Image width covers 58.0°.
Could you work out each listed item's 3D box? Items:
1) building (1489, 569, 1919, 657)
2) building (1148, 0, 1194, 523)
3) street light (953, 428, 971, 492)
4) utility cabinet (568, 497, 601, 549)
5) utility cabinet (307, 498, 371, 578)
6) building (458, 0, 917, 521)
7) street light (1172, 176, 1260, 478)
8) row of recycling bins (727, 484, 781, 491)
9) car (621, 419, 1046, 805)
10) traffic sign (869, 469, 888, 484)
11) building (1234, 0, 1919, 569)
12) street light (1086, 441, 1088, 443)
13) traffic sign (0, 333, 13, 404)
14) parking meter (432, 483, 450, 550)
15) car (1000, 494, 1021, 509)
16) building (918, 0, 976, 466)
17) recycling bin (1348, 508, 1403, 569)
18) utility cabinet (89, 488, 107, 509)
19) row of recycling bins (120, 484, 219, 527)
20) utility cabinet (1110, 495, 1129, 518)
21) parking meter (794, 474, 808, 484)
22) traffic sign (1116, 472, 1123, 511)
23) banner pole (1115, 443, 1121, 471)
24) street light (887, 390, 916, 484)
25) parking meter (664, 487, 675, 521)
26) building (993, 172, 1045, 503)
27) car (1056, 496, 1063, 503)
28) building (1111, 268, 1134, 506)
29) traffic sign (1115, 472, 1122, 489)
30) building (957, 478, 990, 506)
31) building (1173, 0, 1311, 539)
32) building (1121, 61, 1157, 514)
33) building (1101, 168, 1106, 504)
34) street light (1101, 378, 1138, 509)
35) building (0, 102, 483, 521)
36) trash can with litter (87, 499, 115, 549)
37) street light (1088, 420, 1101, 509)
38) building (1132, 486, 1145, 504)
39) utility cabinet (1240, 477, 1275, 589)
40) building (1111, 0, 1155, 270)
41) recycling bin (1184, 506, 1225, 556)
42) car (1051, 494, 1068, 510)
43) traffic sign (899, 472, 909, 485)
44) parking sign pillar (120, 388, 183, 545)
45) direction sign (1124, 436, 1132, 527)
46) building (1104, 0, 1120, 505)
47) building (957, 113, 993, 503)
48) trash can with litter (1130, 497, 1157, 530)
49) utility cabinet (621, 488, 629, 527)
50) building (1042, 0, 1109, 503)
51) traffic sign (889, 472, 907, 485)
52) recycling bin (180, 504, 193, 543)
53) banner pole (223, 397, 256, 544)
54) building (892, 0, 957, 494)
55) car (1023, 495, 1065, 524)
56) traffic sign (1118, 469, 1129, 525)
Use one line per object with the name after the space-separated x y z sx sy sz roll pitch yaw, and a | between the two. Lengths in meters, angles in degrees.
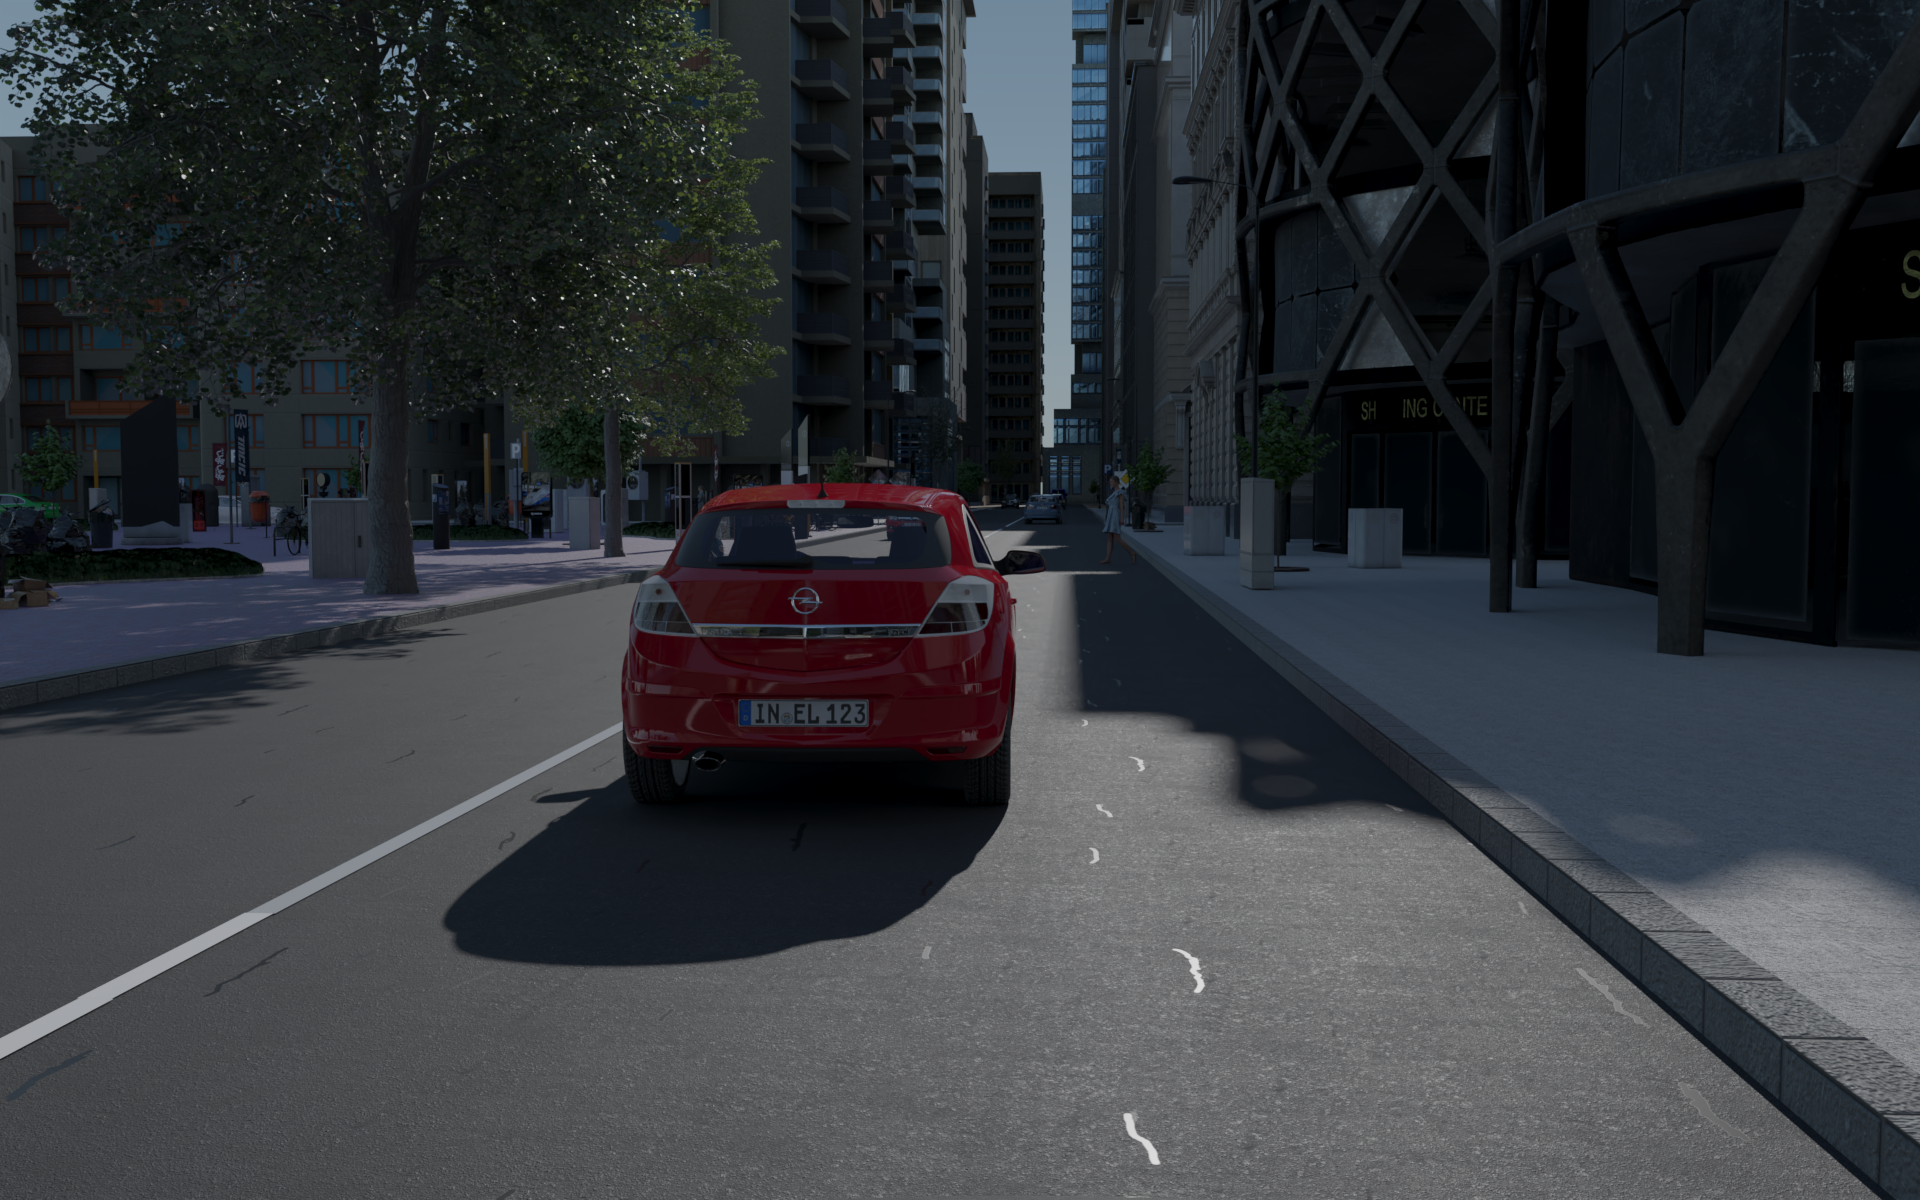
13.782 -9.136 16.820 16.820 18.784 16.811 0 4 4 | building
19.304 -18.152 82.682 20.117 28.700 13.634 0 4 4 | building
0.058 -9.100 121.326 1.470 5.913 1.316 0 4 4 | street light
-8.785 -1.798 40.552 0.306 1.237 1.020 -3 5 -40 | utility cabinet
-9.464 -0.947 26.646 1.020 1.237 0.306 -2 4 -32 | utility cabinet
-14.020 -26.789 92.620 22.147 44.769 28.867 0 4 4 | building
3.790 -3.233 25.400 1.470 5.913 1.316 0 4 4 | street light
-7.516 -3.695 67.529 3.534 1.692 1.069 -3 5 -45 | row of recycling bins
-0.598 -0.028 9.492 2.155 1.783 4.494 0 4 2 | car
-3.294 -4.050 69.864 0.795 2.450 0.064 0 4 4 | traffic sign
14.683 -10.503 39.171 16.820 18.784 16.811 0 4 4 | building
11.748 -10.985 152.140 1.470 5.913 1.316 0 4 4 | street light
-7.018 -0.738 12.177 0.768 2.556 0.104 0 4 7 | traffic sign
-12.043 -1.944 40.200 0.372 1.533 0.369 0 3 0 | parking meter
4.868 -9.643 167.447 2.009 1.686 4.222 0 4 3 | car
-13.396 -35.327 166.838 28.713 52.752 27.495 0 4 4 | building
7.213 -1.073 30.099 0.722 1.027 0.722 -1 4 -11 | recycling bin
-32.524 -3.469 65.404 0.318 1.500 1.173 -1 4 -11 | utility cabinet
-30.899 -3.708 67.736 3.534 1.692 1.069 -1 4 -19 | row of recycling bins
8.631 -5.034 93.475 1.020 1.237 0.306 -1 4 -16 | utility cabinet
-4.546 -2.671 49.387 0.399 1.863 0.255 0 4 8 | parking meter
7.129 -4.498 77.192 0.795 2.450 0.064 0 4 4 | traffic sign
7.697 -5.783 84.571 0.401 3.779 0.863 -1 4 -20 | banner pole
-2.679 -6.428 77.644 1.470 5.913 1.316 0 4 4 | street light
-9.850 -3.086 58.865 0.372 1.533 0.369 0 3 0 | parking meter
1.185 -38.168 247.748 21.600 48.544 21.300 0 4 4 | building
5.820 -6.325 115.780 2.083 1.381 4.827 0 4 4 | car
17.525 -17.959 142.772 9.793 20.994 18.267 0 4 4 | building
7.271 -4.656 78.251 0.606 2.300 0.079 0 4 4 | traffic sign
-13.071 -30.653 193.061 32.217 40.220 23.993 0 4 4 | building
13.151 -13.983 57.502 11.050 23.489 19.941 0 4 4 | building
17.022 -18.878 102.166 14.314 27.812 24.014 0 4 4 | building
24.937 -32.757 219.166 14.154 41.232 14.086 0 4 4 | building
6.505 -5.911 69.181 1.470 5.913 1.316 0 4 4 | street light
-40.170 -15.252 94.407 28.899 21.520 27.650 0 4 4 | building
-20.518 -1.801 40.838 1.055 1.170 0.624 -1 4 -17 | trash can with litter
8.957 -8.339 108.882 1.470 5.913 1.316 0 4 4 | street light
17.414 -15.867 124.059 10.561 19.102 19.286 0 4 4 | building
4.062 -0.914 23.626 0.318 1.500 1.173 0 4 2 | utility cabinet
29.288 -35.449 168.831 28.713 52.752 27.495 0 4 4 | building
5.115 -1.451 36.280 0.722 1.027 0.722 0 4 -5 | recycling bin
8.946 -9.188 160.010 2.009 1.686 4.222 0 4 3 | car
-2.680 -4.863 81.634 0.606 2.300 0.079 1 4 10 | traffic sign
-20.493 -3.385 43.821 1.447 3.967 1.447 -1 4 -21 | parking sign pillar
6.647 -4.644 67.933 0.379 3.537 0.876 1 4 15 | direction sign
27.041 -40.040 196.652 21.231 58.520 28.212 0 4 4 | building
-7.449 -36.329 217.680 21.600 48.544 21.300 0 4 4 | building
6.630 -3.111 62.258 0.624 1.170 1.055 -3 5 -45 | trash can with litter
-12.378 -3.319 62.943 0.318 1.500 1.173 1 4 9 | utility cabinet
27.465 -57.050 245.441 31.000 86.520 22.319 0 4 4 | building
-2.794 -4.538 77.833 0.795 2.450 0.064 0 4 4 | traffic sign
-20.641 -2.021 45.596 0.722 1.027 0.722 -1 4 -16 | recycling bin
-18.688 -3.349 44.780 0.401 3.779 0.863 2 4 26 | banner pole
-11.032 -49.934 129.096 22.319 86.520 31.000 0 4 4 | building
4.054 -4.401 83.961 2.014 1.417 4.499 0 4 5 | car
6.629 -4.011 69.222 0.795 2.450 0.064 0 4 4 | traffic sign
